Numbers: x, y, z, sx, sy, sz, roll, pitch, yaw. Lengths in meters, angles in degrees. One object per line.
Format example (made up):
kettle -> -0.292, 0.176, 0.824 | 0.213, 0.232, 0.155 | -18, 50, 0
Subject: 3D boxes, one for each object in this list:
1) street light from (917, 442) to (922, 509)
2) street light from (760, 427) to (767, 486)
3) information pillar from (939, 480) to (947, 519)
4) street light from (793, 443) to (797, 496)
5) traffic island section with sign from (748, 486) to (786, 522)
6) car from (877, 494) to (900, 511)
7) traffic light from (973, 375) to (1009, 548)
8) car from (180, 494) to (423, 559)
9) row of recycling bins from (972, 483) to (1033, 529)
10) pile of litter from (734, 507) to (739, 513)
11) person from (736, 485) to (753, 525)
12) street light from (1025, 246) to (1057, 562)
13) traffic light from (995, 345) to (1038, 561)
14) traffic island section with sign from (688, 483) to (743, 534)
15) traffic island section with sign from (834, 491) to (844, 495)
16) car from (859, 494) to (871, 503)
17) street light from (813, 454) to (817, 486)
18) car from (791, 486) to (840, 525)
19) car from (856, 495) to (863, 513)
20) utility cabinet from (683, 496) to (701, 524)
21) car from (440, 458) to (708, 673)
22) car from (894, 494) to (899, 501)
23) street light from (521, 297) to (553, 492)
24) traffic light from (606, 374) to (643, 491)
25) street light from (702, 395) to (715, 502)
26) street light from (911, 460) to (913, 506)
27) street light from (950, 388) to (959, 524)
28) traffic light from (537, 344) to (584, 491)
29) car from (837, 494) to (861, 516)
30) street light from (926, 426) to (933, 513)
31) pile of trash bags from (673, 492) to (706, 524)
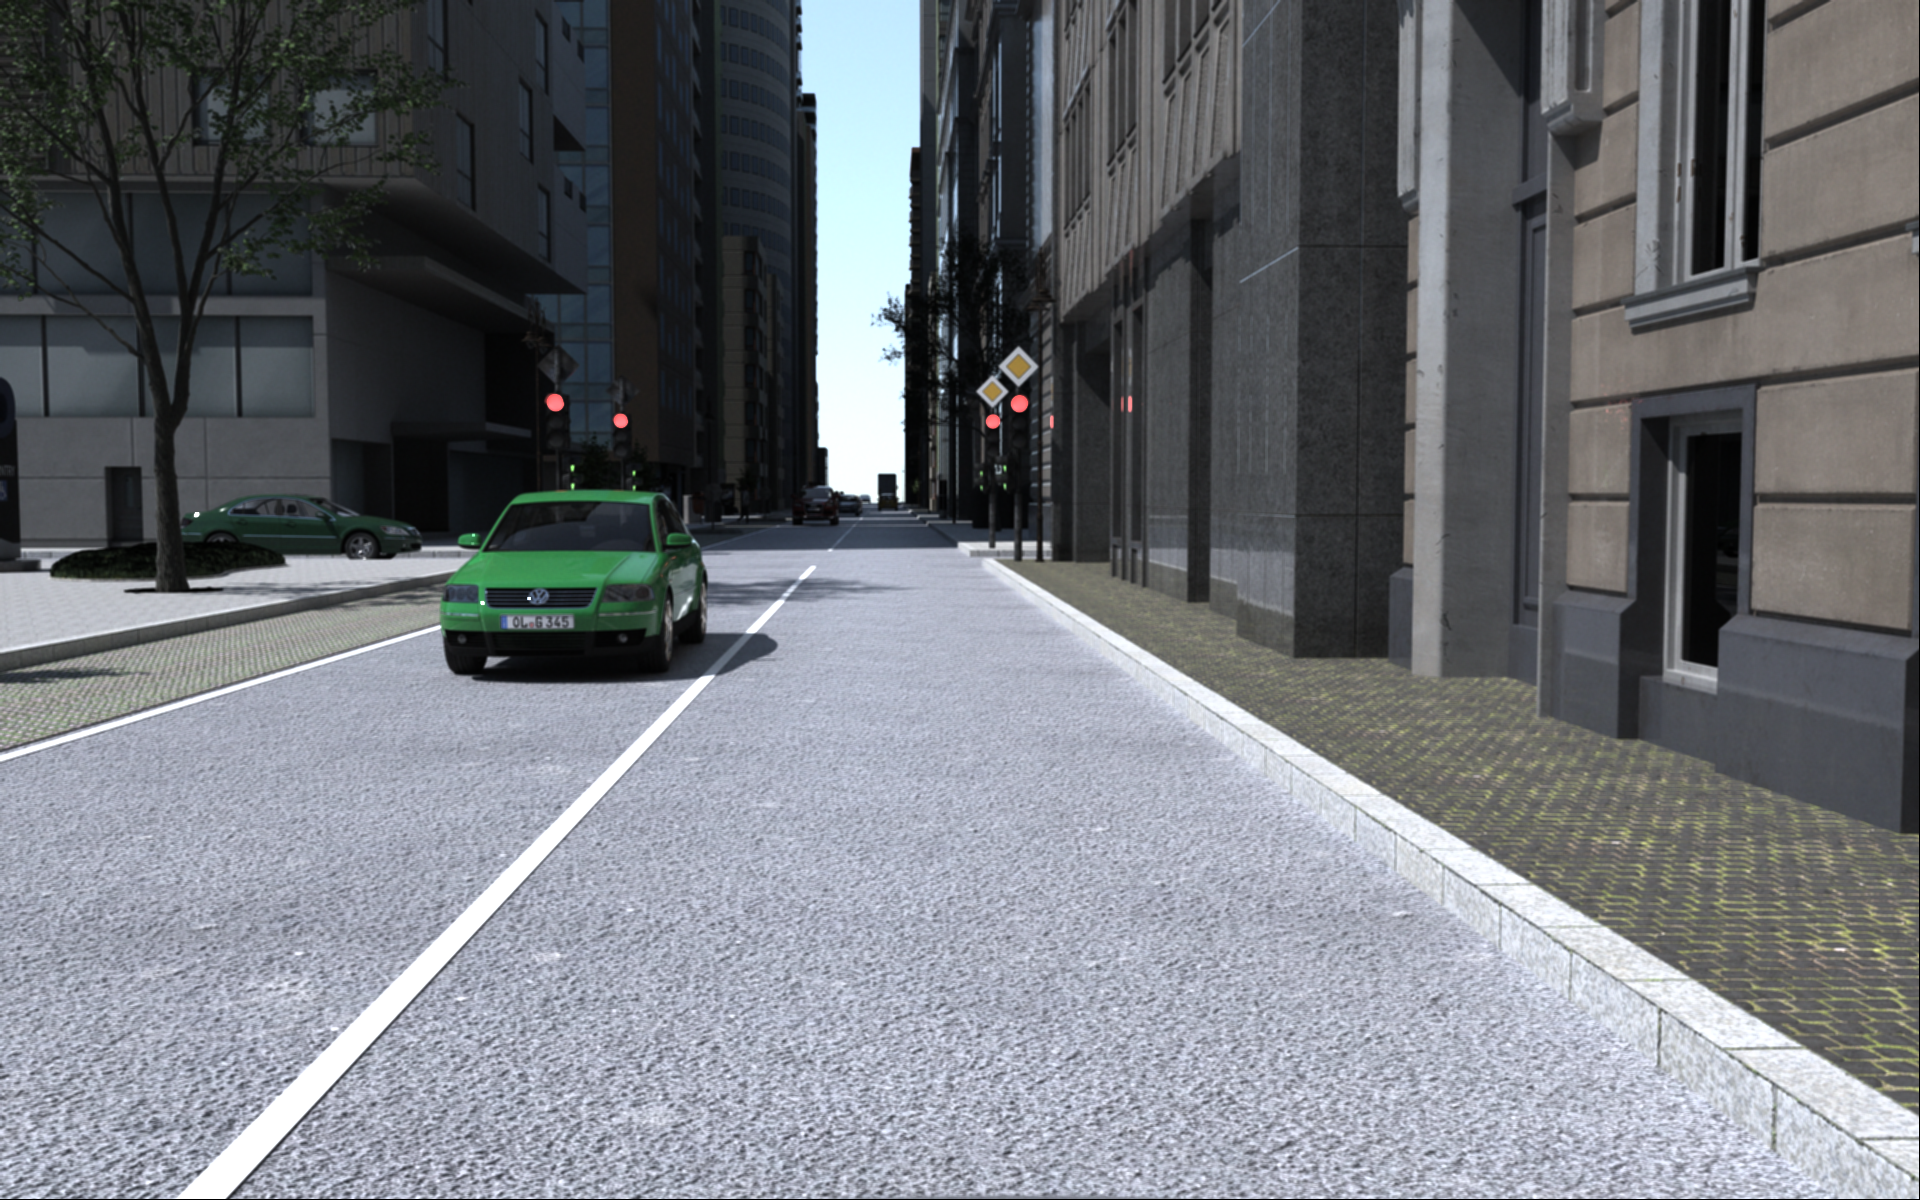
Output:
street light -> -3.574, -10.964, 152.054 | 0.468, 5.910, 1.993 | 0, 4, -2
street light -> -13.253, -8.829, 117.139 | 0.468, 5.910, 1.993 | 0, 4, -2
information pillar -> -0.883, -5.236, 90.100 | 0.304, 2.012, 0.304 | 3, 5, 41
street light -> -14.930, -11.280, 157.208 | 0.468, 5.910, 1.993 | 0, 4, -2
traffic island section with sign -> -10.028, -4.950, 89.561 | 1.989, 1.847, 2.006 | 0, 4, -2
car -> -6.273, -8.611, 151.009 | 2.015, 1.641, 3.980 | 0, 4, -1
traffic light -> 0.743, -3.178, 40.887 | 0.839, 4.253, 0.868 | 0, 4, -2
car -> -13.883, -1.515, 36.563 | 4.920, 1.459, 2.131 | 0, 4, -4
row of recycling bins -> 2.186, -3.510, 64.497 | 3.534, 1.692, 1.069 | 1, 4, 10
pile of litter -> -15.317, -6.131, 114.212 | 1.719, 0.858, 1.176 | -2, 4, -24
person -> -10.093, -4.442, 80.977 | 0.795, 1.843, 0.661 | 0, 4, 1
street light -> 1.508, -3.656, 32.563 | 0.468, 5.910, 1.993 | 0, 4, -2
traffic light -> 1.088, -2.690, 32.909 | 0.839, 4.253, 0.868 | 0, 4, -2
traffic island section with sign -> -8.849, -3.279, 62.239 | 1.989, 1.847, 2.006 | 0, 4, -2
traffic island section with sign -> -16.977, -14.763, 249.998 | 1.989, 1.847, 2.006 | 0, 4, -2
car -> -14.918, -15.827, 271.138 | 2.083, 1.381, 4.827 | 0, 4, -3
street light -> -16.791, -13.910, 200.209 | 0.468, 5.910, 1.993 | 0, 4, -2
car -> -6.713, -4.412, 80.807 | 2.281, 1.827, 5.304 | 0, 4, -2
car -> -8.333, -7.216, 130.343 | 2.083, 1.381, 4.827 | 0, 4, -1
utility cabinet -> -11.692, -3.952, 75.775 | 0.306, 1.237, 1.020 | 2, 4, 25
car -> -3.282, -0.397, 15.280 | 1.959, 1.807, 4.718 | 0, 4, -3
car -> -8.715, -12.523, 216.553 | 2.131, 1.459, 4.920 | 0, 4, -1
street light -> -9.947, -4.164, 40.877 | 0.468, 5.910, 1.993 | 0, 4, -2
traffic light -> -7.860, -3.155, 40.500 | 0.839, 4.253, 0.868 | 0, 4, -2
street light -> -11.709, -6.615, 80.942 | 0.468, 5.910, 1.993 | 0, 4, -2
street light -> -5.323, -13.415, 192.119 | 0.468, 5.910, 1.993 | 0, 4, -2
street light -> -0.256, -6.273, 75.351 | 0.468, 5.910, 1.993 | 0, 4, -2
traffic light -> -7.514, -2.667, 32.522 | 0.839, 4.253, 0.868 | 0, 4, -2
car -> -7.497, -6.251, 114.211 | 2.014, 1.417, 4.499 | 0, 4, -2
street light -> -2.059, -8.726, 115.453 | 0.468, 5.910, 1.993 | 0, 4, -2
pile of trash bags -> -12.412, -3.906, 73.617 | 3.447, 1.369, 1.912 | 1, 4, 13
